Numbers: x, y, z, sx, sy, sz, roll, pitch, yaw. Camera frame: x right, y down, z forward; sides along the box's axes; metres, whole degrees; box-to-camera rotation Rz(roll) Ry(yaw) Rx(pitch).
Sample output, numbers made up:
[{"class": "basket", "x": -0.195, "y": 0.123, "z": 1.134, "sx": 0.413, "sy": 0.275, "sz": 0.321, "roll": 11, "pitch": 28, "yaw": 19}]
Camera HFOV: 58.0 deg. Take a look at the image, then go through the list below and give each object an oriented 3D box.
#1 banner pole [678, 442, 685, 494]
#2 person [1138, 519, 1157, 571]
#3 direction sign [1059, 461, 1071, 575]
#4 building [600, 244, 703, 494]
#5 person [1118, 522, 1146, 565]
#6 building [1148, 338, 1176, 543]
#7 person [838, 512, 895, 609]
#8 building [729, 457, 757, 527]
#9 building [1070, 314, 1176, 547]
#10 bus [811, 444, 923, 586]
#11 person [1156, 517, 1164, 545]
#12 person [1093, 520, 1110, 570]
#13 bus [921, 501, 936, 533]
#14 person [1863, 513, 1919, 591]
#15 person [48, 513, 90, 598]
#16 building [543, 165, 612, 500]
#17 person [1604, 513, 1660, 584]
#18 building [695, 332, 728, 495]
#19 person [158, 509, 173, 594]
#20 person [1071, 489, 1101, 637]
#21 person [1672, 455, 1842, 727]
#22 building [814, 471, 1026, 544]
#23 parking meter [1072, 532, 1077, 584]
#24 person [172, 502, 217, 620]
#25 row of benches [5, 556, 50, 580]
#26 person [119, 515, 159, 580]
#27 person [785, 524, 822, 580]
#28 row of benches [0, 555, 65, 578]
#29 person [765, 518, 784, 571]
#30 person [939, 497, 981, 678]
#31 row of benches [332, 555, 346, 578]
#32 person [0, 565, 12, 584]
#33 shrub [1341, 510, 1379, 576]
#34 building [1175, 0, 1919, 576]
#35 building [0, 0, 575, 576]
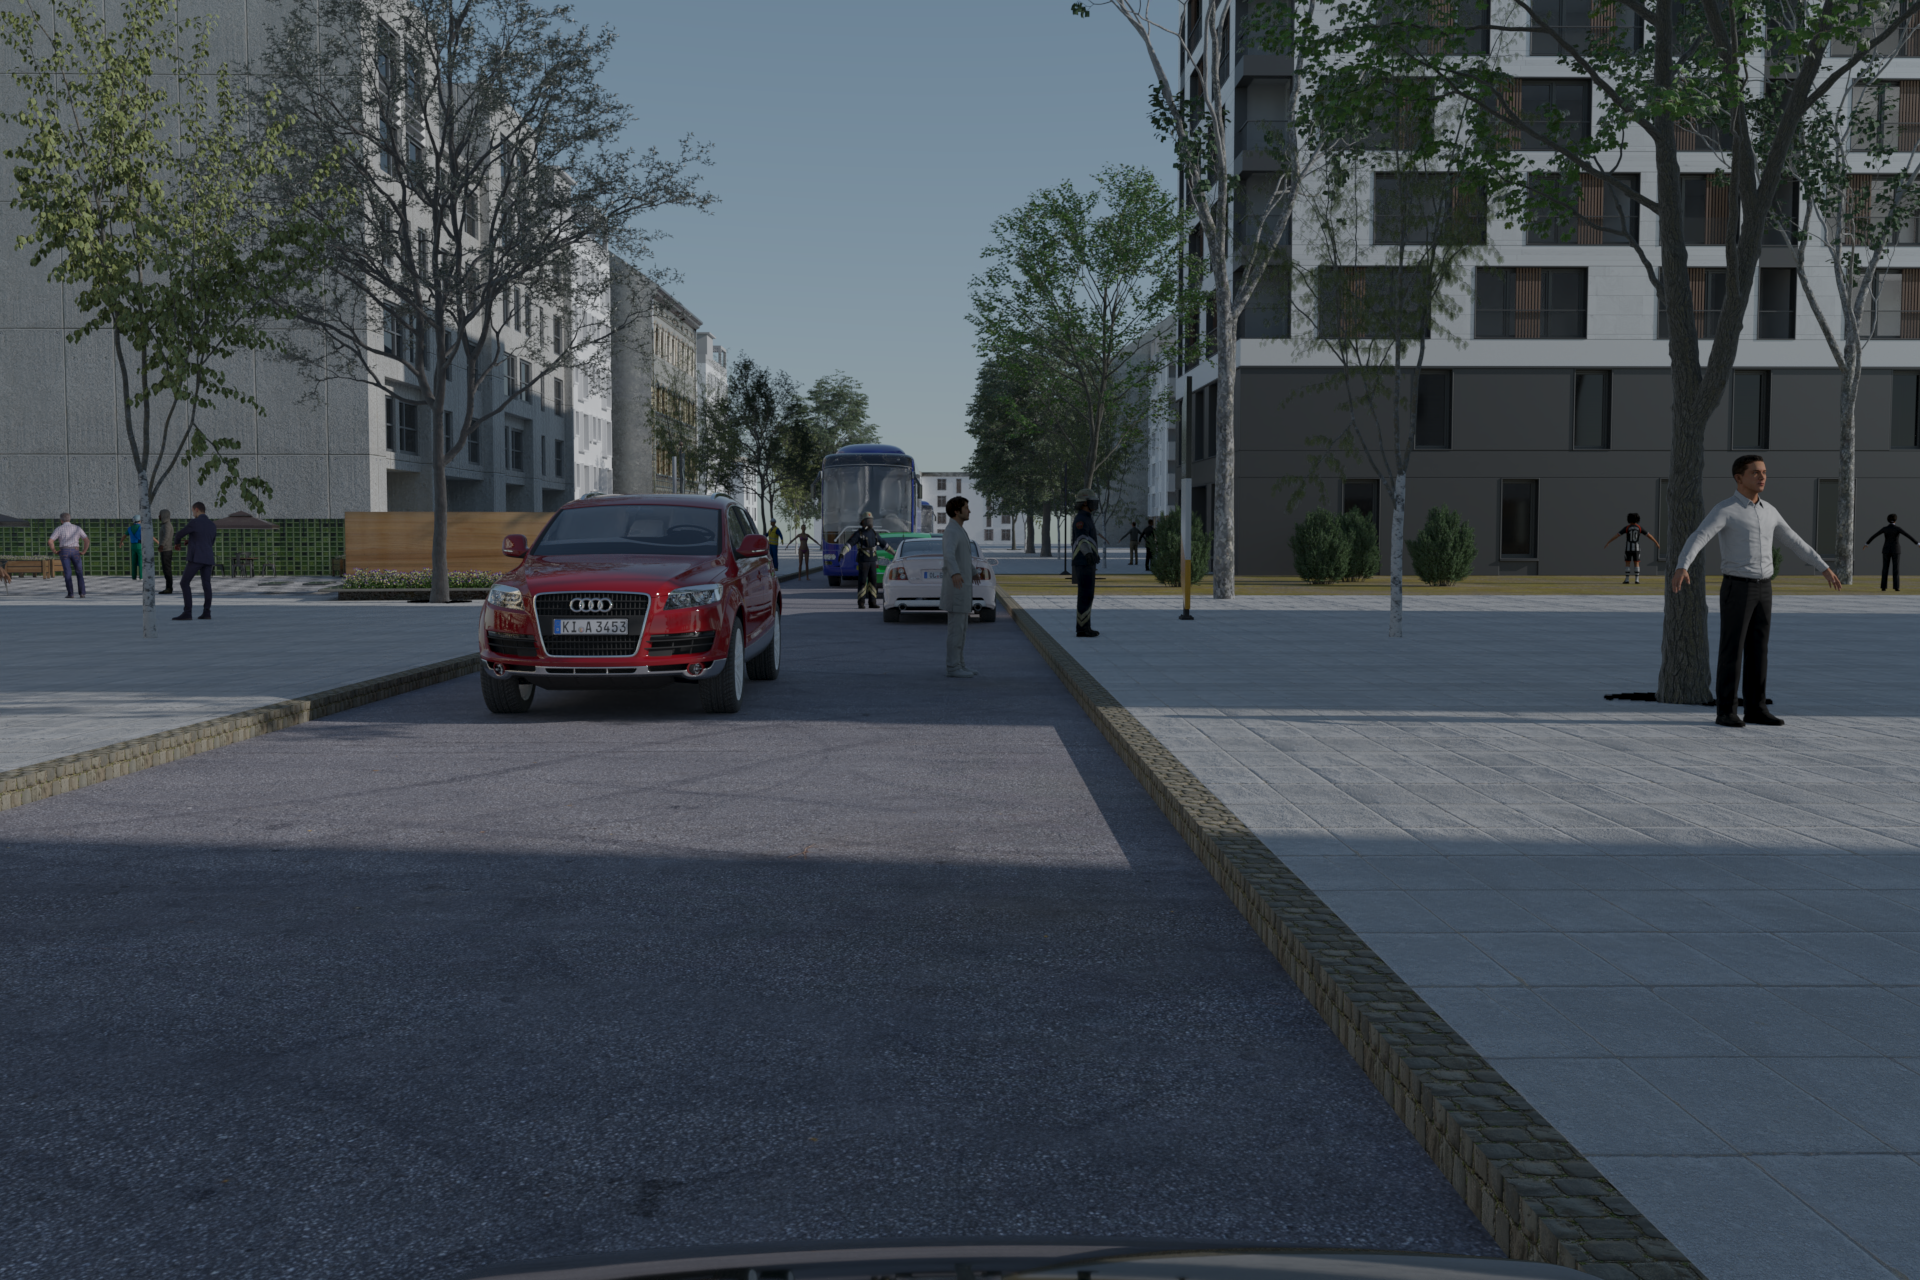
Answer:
[{"class": "banner pole", "x": -7.560, "y": -3.500, "z": 47.243, "sx": 0.401, "sy": 3.779, "sz": 0.863, "roll": 0, "pitch": 4, "yaw": 1}, {"class": "person", "x": 6.643, "y": -3.304, "z": 60.237, "sx": 0.704, "sy": 1.802, "sz": 1.346, "roll": -3, "pitch": 5, "yaw": -40}, {"class": "direction sign", "x": 3.304, "y": -3.804, "z": 54.198, "sx": 0.379, "sy": 3.537, "sz": 0.876, "roll": 0, "pitch": 4, "yaw": 0}, {"class": "building", "x": -28.060, "y": -17.369, "z": 114.904, "sx": 19.493, "sy": 23.208, "sz": 18.063, "roll": 0, "pitch": 4, "yaw": 0}, {"class": "person", "x": 7.226, "y": -4.027, "z": 72.105, "sx": 1.348, "sy": 1.796, "sz": 0.705, "roll": -2, "pitch": 4, "yaw": -23}, {"class": "building", "x": 23.211, "y": -18.875, "z": 165.031, "sx": 16.016, "sy": 20.090, "sz": 11.380, "roll": 0, "pitch": 3, "yaw": 0}, {"class": "person", "x": -1.771, "y": -1.531, "z": 33.265, "sx": 1.354, "sy": 1.856, "sz": 0.705, "roll": -2, "pitch": 4, "yaw": -32}, {"class": "building", "x": -28.031, "y": -15.873, "z": 201.674, "sx": 9.099, "sy": 9.664, "sz": 28.070, "roll": 0, "pitch": 4, "yaw": -1}, {"class": "building", "x": 21.330, "y": -21.145, "z": 176.652, "sx": 19.493, "sy": 23.208, "sz": 18.063, "roll": 0, "pitch": 4, "yaw": -1}, {"class": "bus", "x": -2.474, "y": -3.629, "z": 50.876, "sx": 2.896, "sy": 3.916, "sz": 12.251, "roll": 0, "pitch": 4, "yaw": -1}, {"class": "person", "x": 6.787, "y": -3.228, "z": 58.551, "sx": 0.705, "sy": 1.858, "sz": 1.354, "roll": 1, "pitch": 4, "yaw": 11}, {"class": "person", "x": 4.621, "y": -3.375, "z": 61.041, "sx": 1.347, "sy": 1.847, "sz": 0.705, "roll": 2, "pitch": 4, "yaw": 30}, {"class": "bus", "x": -3.220, "y": -8.492, "z": 130.389, "sx": 2.896, "sy": 3.916, "sz": 12.251, "roll": 0, "pitch": 4, "yaw": -1}, {"class": "person", "x": 20.914, "y": -1.965, "z": 38.856, "sx": 1.216, "sy": 1.740, "sz": 0.721, "roll": 3, "pitch": 5, "yaw": 41}, {"class": "person", "x": -17.835, "y": -1.693, "z": 34.659, "sx": 0.756, "sy": 1.711, "sz": 0.436, "roll": -2, "pitch": 4, "yaw": -33}, {"class": "building", "x": -25.556, "y": -14.301, "z": 90.244, "sx": 16.016, "sy": 20.090, "sz": 11.380, "roll": 0, "pitch": 4, "yaw": -1}, {"class": "person", "x": 17.260, "y": -2.343, "z": 44.459, "sx": 1.345, "sy": 1.843, "sz": 0.704, "roll": 1, "pitch": 4, "yaw": 13}, {"class": "building", "x": -28.470, "y": -18.766, "z": 163.251, "sx": 16.016, "sy": 20.090, "sz": 11.380, "roll": 0, "pitch": 4, "yaw": 0}, {"class": "person", "x": -17.011, "y": -1.891, "z": 37.044, "sx": 0.705, "sy": 1.813, "sz": 1.348, "roll": -2, "pitch": 4, "yaw": -23}, {"class": "person", "x": 1.600, "y": -0.964, "z": 21.637, "sx": 0.704, "sy": 1.845, "sz": 1.351, "roll": 0, "pitch": 4, "yaw": 7}, {"class": "person", "x": 5.289, "y": -0.333, "z": 11.605, "sx": 1.344, "sy": 1.810, "sz": 0.704, "roll": -1, "pitch": 4, "yaw": -18}, {"class": "building", "x": -5.086, "y": -17.512, "z": 230.930, "sx": 28.070, "sy": 9.664, "sz": 9.099, "roll": 0, "pitch": 4, "yaw": 3}, {"class": "parking meter", "x": 3.056, "y": -2.205, "z": 44.464, "sx": 0.372, "sy": 1.533, "sz": 0.369, "roll": 0, "pitch": 3, "yaw": 0}, {"class": "person", "x": -11.515, "y": -1.190, "z": 25.955, "sx": 0.568, "sy": 1.767, "sz": 0.683, "roll": 1, "pitch": 4, "yaw": 18}, {"class": "row of benches", "x": -27.965, "y": -2.036, "z": 48.753, "sx": 4.104, "sy": 0.672, "sz": 1.422, "roll": -1, "pitch": 4, "yaw": -18}, {"class": "person", "x": -22.825, "y": -2.570, "z": 48.143, "sx": 1.347, "sy": 1.817, "sz": 0.704, "roll": 1, "pitch": 4, "yaw": 13}, {"class": "person", "x": -4.817, "y": -2.709, "z": 53.545, "sx": 1.217, "sy": 1.733, "sz": 0.721, "roll": -1, "pitch": 4, "yaw": -16}, {"class": "row of benches", "x": -28.487, "y": -2.185, "z": 51.180, "sx": 4.104, "sy": 0.672, "sz": 1.422, "roll": 1, "pitch": 4, "yaw": 8}, {"class": "person", "x": -6.506, "y": -3.316, "z": 60.183, "sx": 0.705, "sy": 1.833, "sz": 1.349, "roll": -3, "pitch": 5, "yaw": -43}, {"class": "person", "x": 0.006, "y": -0.538, "z": 17.434, "sx": 0.705, "sy": 1.806, "sz": 1.347, "roll": 1, "pitch": 4, "yaw": 8}, {"class": "row of benches", "x": -17.619, "y": -2.160, "z": 50.779, "sx": 1.422, "sy": 0.672, "sz": 4.104, "roll": -2, "pitch": 4, "yaw": -32}, {"class": "person", "x": -7.284, "y": -0.339, "z": 12.295, "sx": 0.721, "sy": 1.744, "sz": 1.215, "roll": 1, "pitch": 4, "yaw": 19}, {"class": "shrub", "x": 11.702, "y": -2.899, "z": 51.825, "sx": 1.690, "sy": 2.028, "sz": 1.600, "roll": 0, "pitch": 3, "yaw": 0}, {"class": "building", "x": 22.192, "y": -13.761, "z": 68.973, "sx": 27.936, "sy": 21.610, "sz": 32.646, "roll": 0, "pitch": 4, "yaw": -1}, {"class": "building", "x": -26.789, "y": -12.336, "z": 68.145, "sx": 16.747, "sy": 18.905, "sz": 31.486, "roll": 0, "pitch": 4, "yaw": -1}]
